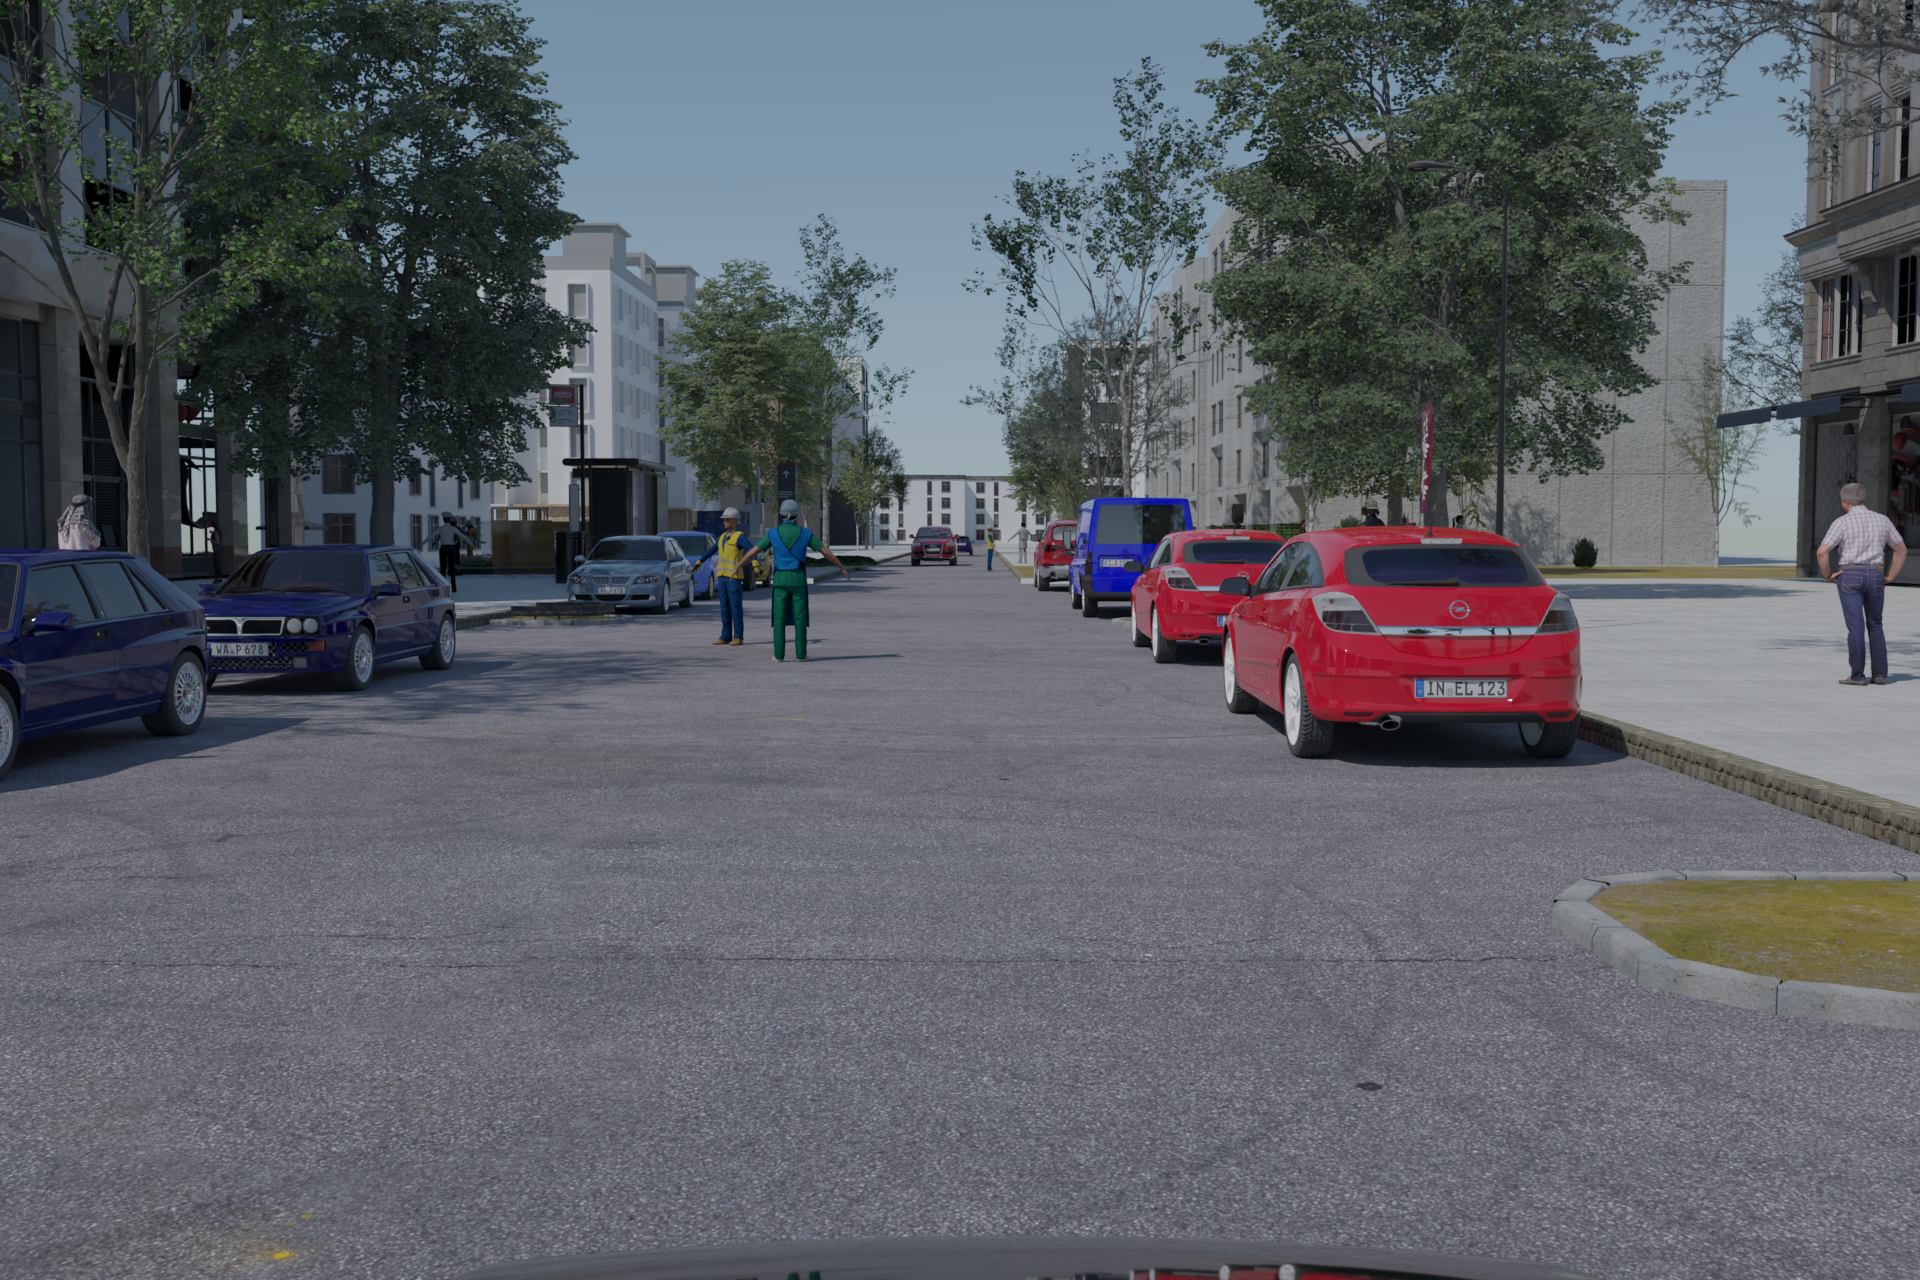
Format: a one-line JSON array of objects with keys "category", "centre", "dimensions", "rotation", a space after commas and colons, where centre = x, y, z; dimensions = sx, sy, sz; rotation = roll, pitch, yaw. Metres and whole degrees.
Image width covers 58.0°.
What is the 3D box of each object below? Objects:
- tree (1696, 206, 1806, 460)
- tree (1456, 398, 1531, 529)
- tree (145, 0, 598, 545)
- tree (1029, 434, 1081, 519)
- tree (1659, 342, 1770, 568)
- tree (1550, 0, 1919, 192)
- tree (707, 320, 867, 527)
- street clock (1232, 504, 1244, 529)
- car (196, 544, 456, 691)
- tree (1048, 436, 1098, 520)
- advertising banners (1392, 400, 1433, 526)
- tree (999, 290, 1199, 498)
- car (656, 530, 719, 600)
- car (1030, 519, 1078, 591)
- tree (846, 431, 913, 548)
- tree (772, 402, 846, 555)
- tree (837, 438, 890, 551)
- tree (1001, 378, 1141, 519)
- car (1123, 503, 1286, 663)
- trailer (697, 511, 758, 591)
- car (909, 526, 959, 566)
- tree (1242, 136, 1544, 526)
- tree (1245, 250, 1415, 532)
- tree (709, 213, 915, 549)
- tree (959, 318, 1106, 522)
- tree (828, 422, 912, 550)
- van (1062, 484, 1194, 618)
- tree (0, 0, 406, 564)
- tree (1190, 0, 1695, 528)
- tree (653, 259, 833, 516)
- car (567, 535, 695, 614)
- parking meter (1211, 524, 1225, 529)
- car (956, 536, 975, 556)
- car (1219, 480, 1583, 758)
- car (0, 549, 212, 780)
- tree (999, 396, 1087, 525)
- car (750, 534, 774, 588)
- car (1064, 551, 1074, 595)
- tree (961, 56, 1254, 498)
[{"category": "tree", "centre": [28.794, -8.801, 54.266], "dimensions": [12.009, 13.543, 11.850], "rotation": [0, 3, 0]}, {"category": "tree", "centre": [19.771, -7.139, 67.092], "dimensions": [4.737, 8.622, 4.395], "rotation": [0, 3, 0]}, {"category": "tree", "centre": [-12.420, -7.982, 37.165], "dimensions": [9.857, 13.997, 8.962], "rotation": [0, 3, 0]}, {"category": "tree", "centre": [7.504, -10.709, 125.450], "dimensions": [4.360, 8.622, 3.978], "rotation": [0, 3, 0]}, {"category": "tree", "centre": [28.983, -7.070, 65.951], "dimensions": [4.360, 8.622, 3.978], "rotation": [0, 3, 0]}, {"category": "tree", "centre": [9.090, -6.259, 12.700], "dimensions": [12.009, 13.543, 11.850], "rotation": [0, 3, 0]}, {"category": "tree", "centre": [-8.621, -9.629, 83.193], "dimensions": [9.928, 11.665, 9.643], "rotation": [0, 3, 0]}, {"category": "street clock", "centre": [6.620, -2.246, 41.298], "dimensions": [0.358, 2.002, 0.471], "rotation": [0, 4, 0]}, {"category": "car", "centre": [-6.281, -0.271, 17.017], "dimensions": [1.945, 1.354, 3.894], "rotation": [0, 4, 1]}, {"category": "tree", "centre": [7.150, -9.902, 112.261], "dimensions": [4.737, 8.622, 4.395], "rotation": [0, 3, 0]}, {"category": "advertising banners", "centre": [6.170, -1.686, 23.749], "dimensions": [0.090, 3.025, 2.074], "rotation": [0, 4, 0]}, {"category": "tree", "centre": [7.173, -10.779, 86.599], "dimensions": [12.009, 13.543, 11.850], "rotation": [0, 3, 0]}, {"category": "car", "centre": [-6.210, -1.786, 38.786], "dimensions": [1.945, 1.707, 3.694], "rotation": [0, 4, 1]}, {"category": "car", "centre": [2.968, -2.211, 44.823], "dimensions": [2.281, 1.827, 5.304], "rotation": [0, 4, 1]}, {"category": "tree", "centre": [-7.536, -13.467, 154.594], "dimensions": [8.767, 10.594, 7.601], "rotation": [3, 5, 41]}, {"category": "tree", "centre": [-8.686, -8.832, 94.771], "dimensions": [4.360, 8.622, 3.978], "rotation": [0, 3, 0]}, {"category": "tree", "centre": [-7.697, -11.131, 132.359], "dimensions": [4.737, 8.622, 4.395], "rotation": [0, 3, 0]}, {"category": "tree", "centre": [6.891, -10.307, 102.930], "dimensions": [8.767, 10.594, 7.601], "rotation": [-2, 4, -28]}, {"category": "car", "centre": [3.063, -0.711, 20.663], "dimensions": [2.155, 1.783, 4.494], "rotation": [0, 4, 1]}, {"category": "trailer", "centre": [-5.937, -2.201, 43.033], "dimensions": [1.471, 1.999, 3.904], "rotation": [0, 4, 0]}, {"category": "car", "centre": [-1.162, -4.318, 79.277], "dimensions": [2.281, 1.827, 5.304], "rotation": [0, 4, 1]}, {"category": "tree", "centre": [13.662, -9.048, 54.597], "dimensions": [9.857, 13.997, 8.962], "rotation": [0, 3, 0]}, {"category": "tree", "centre": [8.688, -5.715, 43.797], "dimensions": [4.360, 8.622, 3.978], "rotation": [0, 3, 0]}, {"category": "tree", "centre": [-9.029, -15.248, 105.188], "dimensions": [12.611, 20.169, 13.585], "rotation": [0, 3, 0]}, {"category": "tree", "centre": [6.758, -18.150, 152.637], "dimensions": [12.611, 20.169, 13.585], "rotation": [0, 3, 0]}, {"category": "tree", "centre": [-7.415, -12.749, 142.854], "dimensions": [7.601, 10.594, 8.767], "rotation": [-2, 4, -28]}, {"category": "van", "centre": [3.050, -1.648, 31.323], "dimensions": [2.240, 2.365, 5.245], "rotation": [0, 4, -1]}, {"category": "tree", "centre": [-11.907, -6.037, 24.457], "dimensions": [9.928, 11.665, 9.643], "rotation": [0, 3, 0]}, {"category": "tree", "centre": [9.236, -7.769, 33.686], "dimensions": [9.857, 13.997, 8.962], "rotation": [0, 3, 0]}, {"category": "tree", "centre": [-9.266, -9.424, 72.211], "dimensions": [7.486, 12.596, 7.792], "rotation": [0, 3, 0]}, {"category": "car", "centre": [-6.091, -1.250, 32.442], "dimensions": [2.014, 1.417, 4.499], "rotation": [0, 4, 0]}, {"category": "parking meter", "centre": [6.700, -2.235, 44.952], "dimensions": [0.372, 1.533, 0.369], "rotation": [0, 3, 0]}, {"category": "car", "centre": [0.018, -6.311, 115.768], "dimensions": [1.945, 1.354, 3.894], "rotation": [0, 4, 0]}, {"category": "car", "centre": [3.026, -0.216, 12.572], "dimensions": [2.155, 1.783, 4.494], "rotation": [0, 4, 0]}, {"category": "car", "centre": [-6.351, 0.094, 11.042], "dimensions": [1.945, 1.354, 3.894], "rotation": [0, 4, 1]}, {"category": "tree", "centre": [6.789, -13.579, 140.140], "dimensions": [7.486, 12.596, 7.792], "rotation": [0, 3, 0]}, {"category": "car", "centre": [-5.895, -2.277, 47.455], "dimensions": [2.015, 1.641, 3.980], "rotation": [0, 4, 0]}, {"category": "car", "centre": [3.418, -1.827, 39.653], "dimensions": [2.009, 1.686, 4.222], "rotation": [0, 4, 1]}, {"category": "tree", "centre": [6.419, -13.194, 71.606], "dimensions": [12.611, 20.169, 13.585], "rotation": [0, 3, 0]}]
